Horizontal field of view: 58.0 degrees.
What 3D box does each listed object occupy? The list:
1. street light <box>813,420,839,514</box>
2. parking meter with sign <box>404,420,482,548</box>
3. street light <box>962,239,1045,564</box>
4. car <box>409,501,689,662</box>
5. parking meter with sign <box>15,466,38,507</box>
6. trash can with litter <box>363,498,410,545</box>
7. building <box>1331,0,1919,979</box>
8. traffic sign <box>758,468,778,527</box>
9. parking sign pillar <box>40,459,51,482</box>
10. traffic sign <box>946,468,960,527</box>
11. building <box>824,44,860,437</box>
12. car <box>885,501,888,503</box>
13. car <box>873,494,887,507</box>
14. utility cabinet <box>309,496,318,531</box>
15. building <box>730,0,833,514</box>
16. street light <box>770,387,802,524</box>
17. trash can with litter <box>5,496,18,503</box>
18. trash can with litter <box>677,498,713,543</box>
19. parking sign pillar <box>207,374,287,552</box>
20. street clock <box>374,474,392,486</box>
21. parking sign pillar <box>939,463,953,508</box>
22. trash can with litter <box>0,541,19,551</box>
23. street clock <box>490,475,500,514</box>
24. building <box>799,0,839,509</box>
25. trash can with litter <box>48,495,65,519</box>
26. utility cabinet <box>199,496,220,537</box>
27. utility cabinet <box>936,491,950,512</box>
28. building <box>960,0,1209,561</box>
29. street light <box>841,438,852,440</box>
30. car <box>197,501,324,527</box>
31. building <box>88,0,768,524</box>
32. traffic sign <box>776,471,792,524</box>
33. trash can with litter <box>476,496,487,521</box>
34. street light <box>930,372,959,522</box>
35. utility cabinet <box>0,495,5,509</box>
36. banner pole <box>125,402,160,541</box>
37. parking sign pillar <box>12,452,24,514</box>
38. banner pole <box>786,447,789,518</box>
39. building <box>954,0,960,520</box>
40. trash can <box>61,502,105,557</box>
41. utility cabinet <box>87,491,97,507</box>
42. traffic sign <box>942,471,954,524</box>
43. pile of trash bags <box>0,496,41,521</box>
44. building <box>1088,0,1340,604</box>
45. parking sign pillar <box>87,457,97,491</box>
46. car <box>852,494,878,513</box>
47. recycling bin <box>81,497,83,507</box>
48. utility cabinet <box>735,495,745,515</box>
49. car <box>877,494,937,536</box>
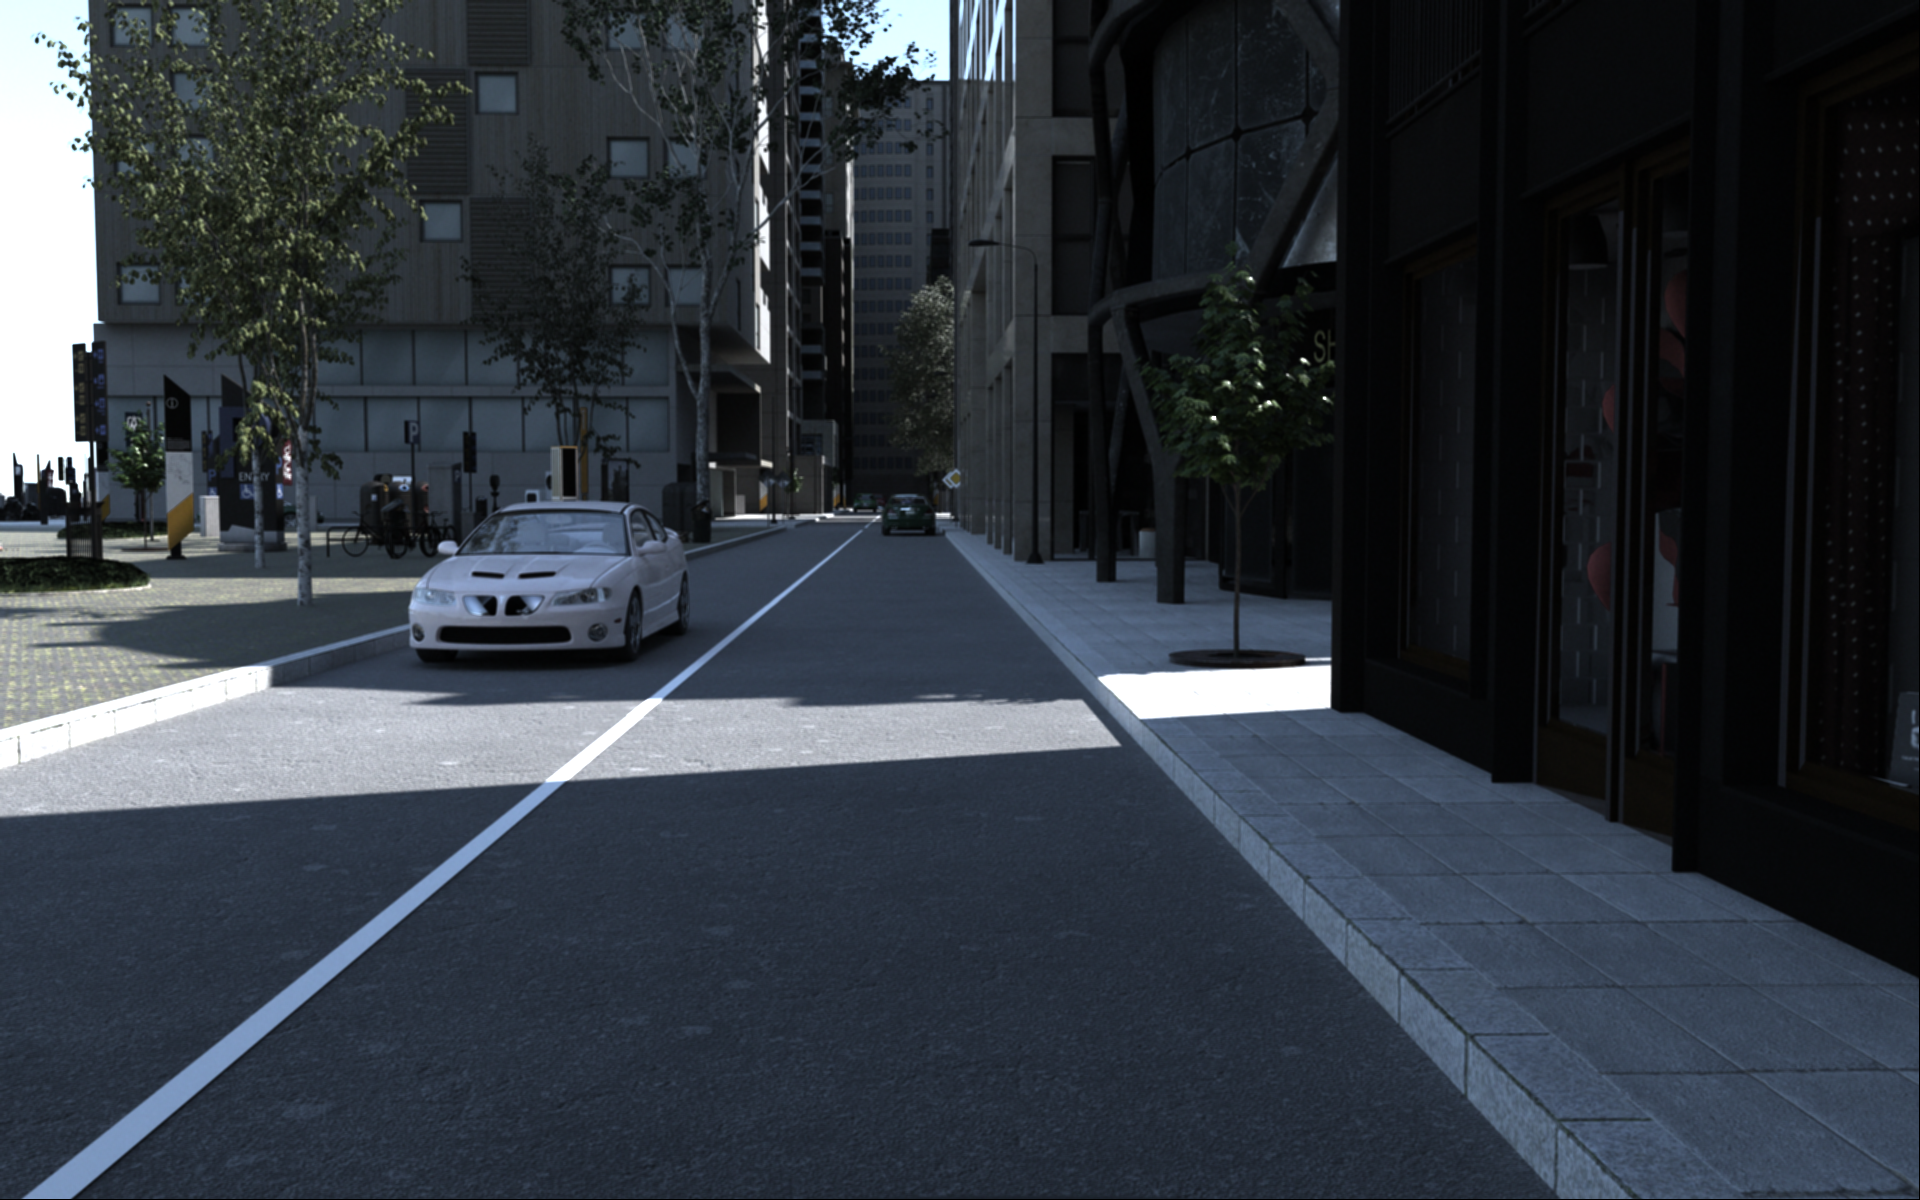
[{"bbox_3d":[-8.589,-8.363,109.272,1.470,5.913,1.316,0,4,-2],"label":"street light"},{"bbox_3d":[-12.211,-2.739,41.049,1.738,3.016,0.543,1,4,13],"label":"parking meter with sign"},{"bbox_3d":[0.843,-3.621,31.750,1.470,5.913,1.316,0,4,-2],"label":"street light"},{"bbox_3d":[-3.709,-0.241,16.305,2.083,1.381,4.827,0,4,0],"label":"car"},{"bbox_3d":[-58.622,-6.916,109.345,0.543,3.016,1.738,2,4,26],"label":"parking meter with sign"},{"bbox_3d":[-14.479,-1.979,43.744,0.624,1.170,1.055,3,4,38],"label":"trash can with litter"},{"bbox_3d":[8.613,-10.538,1.976,12.332,23.373,15.834,0,4,-2],"label":"building"},{"bbox_3d":[-7.391,-3.860,66.761,0.795,2.450,0.064,0,4,-2],"label":"traffic sign"},{"bbox_3d":[-70.651,-8.895,133.911,1.447,3.967,1.447,-1,4,-12],"label":"parking sign pillar"},{"bbox_3d":[-0.149,-3.873,66.964,0.795,2.450,0.064,0,4,-2],"label":"traffic sign"},{"bbox_3d":[-26.235,-37.968,210.016,27.495,52.752,28.713,0,4,-2],"label":"building"},{"bbox_3d":[-4.063,-6.302,115.620,1.945,1.354,3.894,0,4,-1],"label":"car"},{"bbox_3d":[-8.177,-9.713,167.847,2.155,1.783,4.494,0,4,-4],"label":"car"},{"bbox_3d":[-22.700,-3.031,60.719,0.306,1.237,1.020,-1,4,-19],"label":"utility cabinet"},{"bbox_3d":[-19.236,-41.557,117.703,20.563,71.187,20.611,0,4,-2],"label":"building"},{"bbox_3d":[-7.534,-6.265,74.977,1.470,5.913,1.316,0,4,-2],"label":"street light"},{"bbox_3d":[-50.498,-4.942,92.191,0.624,1.170,1.055,-2,4,-30],"label":"trash can with litter"},{"bbox_3d":[-7.038,-2.088,45.532,1.055,1.170,0.624,0,4,8],"label":"trash can with litter"},{"bbox_3d":[-15.869,-3.074,38.739,1.447,3.967,1.447,0,4,2],"label":"parking sign pillar"},{"bbox_3d":[-21.115,-3.583,63.152,0.358,2.002,0.471,2,4,25],"label":"street clock"},{"bbox_3d":[-1.063,-8.662,130.103,1.447,3.967,1.447,-2,4,-34],"label":"parking sign pillar"},{"bbox_3d":[-22.474,-1.699,38.830,2.233,1.210,1.678,-1,4,-18],"label":"trash can with litter"},{"bbox_3d":[-17.722,-3.758,66.011,0.358,2.002,0.471,0,4,3],"label":"street clock"},{"bbox_3d":[-22.584,-52.012,163.068,22.319,86.520,31.000,0,4,-2],"label":"building"},{"bbox_3d":[-47.106,-4.784,89.276,1.678,1.210,2.233,1,4,20],"label":"trash can with litter"},{"bbox_3d":[-22.373,-2.511,52.223,0.306,1.237,1.020,2,4,33],"label":"utility cabinet"},{"bbox_3d":[-1.314,-7.071,124.292,1.173,1.500,0.318,-2,4,-27],"label":"utility cabinet"},{"bbox_3d":[10.107,-14.986,49.543,19.350,26.468,34.151,0,4,-2],"label":"building"},{"bbox_3d":[-9.652,-10.460,143.566,1.470,5.913,1.316,0,4,-2],"label":"street light"},{"bbox_3d":[-28.544,-3.608,70.794,4.920,1.459,2.131,0,4,-3],"label":"car"},{"bbox_3d":[-23.828,-30.390,86.116,28.713,52.752,27.495,0,4,-2],"label":"building"},{"bbox_3d":[-7.638,-4.349,74.742,0.795,2.450,0.064,0,4,-2],"label":"traffic sign"},{"bbox_3d":[-16.209,-2.989,59.923,1.678,1.210,2.233,2,4,25],"label":"trash can with litter"},{"bbox_3d":[-0.290,-5.726,66.166,1.470,5.913,1.316,0,4,-2],"label":"street light"},{"bbox_3d":[-60.916,-6.017,109.539,1.020,1.237,0.306,1,4,11],"label":"utility cabinet"},{"bbox_3d":[-22.113,-3.472,46.790,0.401,3.779,0.863,3,5,41],"label":"banner pole"},{"bbox_3d":[-60.654,-7.530,111.580,1.447,3.967,1.447,-1,4,-21],"label":"parking sign pillar"},{"bbox_3d":[-9.080,-6.188,91.187,0.401,3.779,0.863,0,4,-4],"label":"banner pole"},{"bbox_3d":[14.038,-33.046,82.307,28.212,58.520,21.231,0,4,-2],"label":"building"},{"bbox_3d":[-16.340,-1.263,32.311,0.748,1.137,0.748,0,3,0],"label":"trash can"},{"bbox_3d":[-62.148,-7.052,123.984,0.318,1.500,1.173,-1,4,-11],"label":"utility cabinet"},{"bbox_3d":[-0.397,-4.361,74.945,0.795,2.450,0.064,0,4,-2],"label":"traffic sign"},{"bbox_3d":[-45.200,-4.386,81.462,1.912,1.369,3.447,2,4,26],"label":"pile of trash bags"},{"bbox_3d":[10.128,-9.578,24.050,16.820,18.784,16.811,0,4,-2],"label":"building"},{"bbox_3d":[-63.642,-8.486,127.216,1.447,3.967,1.447,-1,4,-12],"label":"parking sign pillar"},{"bbox_3d":[-7.417,-7.734,135.240,1.959,1.807,4.718,0,4,-3],"label":"car"},{"bbox_3d":[-67.531,-7.434,134.094,0.722,1.027,0.722,0,3,0],"label":"recycling bin"},{"bbox_3d":[-13.694,-5.805,106.071,1.020,1.237,0.306,0,4,-6],"label":"utility cabinet"},{"bbox_3d":[-1.834,-3.013,61.062,2.131,1.459,4.920,0,4,-4],"label":"car"}]
